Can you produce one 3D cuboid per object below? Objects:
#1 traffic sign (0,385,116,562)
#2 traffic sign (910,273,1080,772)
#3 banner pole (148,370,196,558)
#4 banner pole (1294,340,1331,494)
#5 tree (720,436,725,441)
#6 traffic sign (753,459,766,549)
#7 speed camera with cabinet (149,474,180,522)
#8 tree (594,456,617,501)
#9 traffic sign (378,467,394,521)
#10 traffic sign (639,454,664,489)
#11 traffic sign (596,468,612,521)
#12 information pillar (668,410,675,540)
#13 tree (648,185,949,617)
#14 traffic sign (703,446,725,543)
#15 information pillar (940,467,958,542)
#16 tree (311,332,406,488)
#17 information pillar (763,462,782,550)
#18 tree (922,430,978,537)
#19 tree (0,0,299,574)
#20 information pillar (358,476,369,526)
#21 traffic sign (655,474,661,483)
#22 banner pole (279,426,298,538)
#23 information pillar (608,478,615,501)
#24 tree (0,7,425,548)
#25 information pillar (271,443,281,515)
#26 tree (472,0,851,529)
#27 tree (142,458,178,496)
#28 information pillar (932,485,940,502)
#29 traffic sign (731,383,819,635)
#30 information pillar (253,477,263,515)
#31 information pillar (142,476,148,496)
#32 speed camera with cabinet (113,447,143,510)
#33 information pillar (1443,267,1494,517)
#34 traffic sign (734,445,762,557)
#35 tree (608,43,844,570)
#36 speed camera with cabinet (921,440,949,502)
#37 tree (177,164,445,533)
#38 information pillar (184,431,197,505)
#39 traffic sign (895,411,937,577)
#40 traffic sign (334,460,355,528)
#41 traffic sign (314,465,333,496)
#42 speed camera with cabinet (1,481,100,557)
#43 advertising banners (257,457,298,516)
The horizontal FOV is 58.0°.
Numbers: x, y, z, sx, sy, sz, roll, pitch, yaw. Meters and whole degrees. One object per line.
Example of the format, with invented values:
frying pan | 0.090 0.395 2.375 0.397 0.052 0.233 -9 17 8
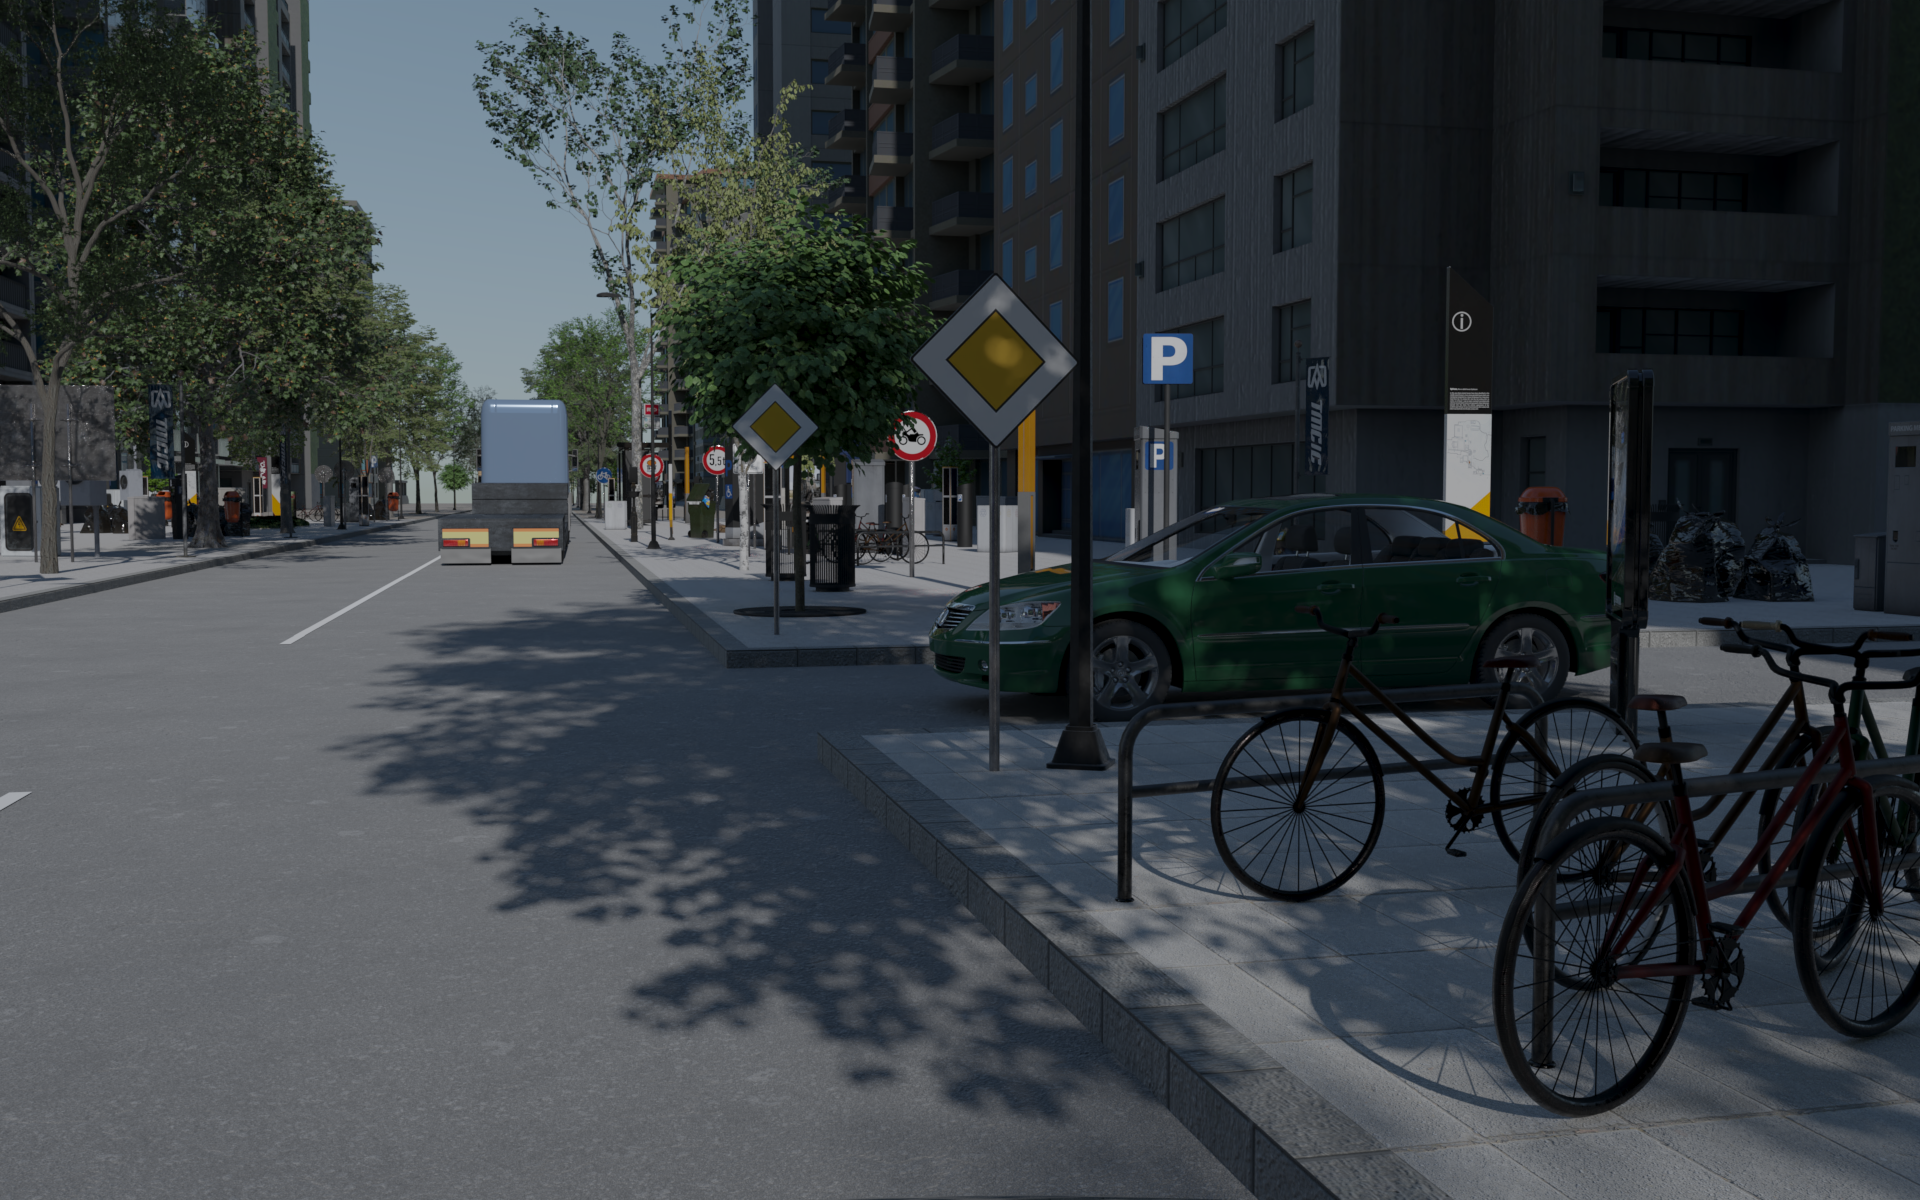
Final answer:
traffic sign | -17.016 -2.359 32.446 2.265 3.308 0.079 0 4 -8
traffic sign | 0.156 -0.264 7.963 0.795 2.450 0.064 -1 4 -13
banner pole | -15.895 -2.745 34.895 0.863 3.779 0.401 -3 5 -40
banner pole | 5.645 -2.327 28.056 0.401 3.779 0.863 -3 5 -40
tree | -8.668 -7.587 74.409 4.360 8.622 3.978 0 3 0
traffic sign | -4.796 -2.470 40.380 0.884 2.594 0.081 -1 4 -10
speed camera with cabinet | -36.290 -5.215 79.604 2.038 3.252 0.660 1 4 18
tree | -17.157 -5.636 86.748 1.663 3.219 1.824 0 3 0
traffic sign | -27.306 -5.035 82.427 0.768 2.556 0.104 -1 4 -12
traffic sign | -9.750 -3.345 54.804 0.768 2.556 0.104 -1 4 -11
traffic sign | -17.173 -5.106 83.588 0.768 2.556 0.104 -1 4 -12
information pillar | -8.039 -3.472 48.128 0.183 3.616 0.504 0 4 -8
tree | -1.663 -2.135 18.623 4.285 4.588 4.351 0 3 0
traffic sign | -6.370 -2.776 45.501 0.768 2.556 0.104 -1 4 -9
information pillar | -0.263 -2.584 46.739 0.304 2.012 0.304 3 5 44
tree | -25.212 -7.496 72.921 4.360 8.622 3.978 0 3 0
information pillar | -4.292 -2.153 39.698 0.304 2.012 0.304 2 4 29
tree | -0.432 -3.539 52.468 1.663 3.219 1.824 0 3 0
tree | -14.640 -5.680 27.276 8.767 10.594 7.601 -1 4 -12
information pillar | -23.802 -3.953 69.122 0.304 2.012 0.304 -3 5 -44
traffic sign | -14.586 -5.023 82.240 0.768 2.556 0.104 0 4 -6
banner pole | -19.717 -3.709 50.666 0.401 3.779 0.863 -3 5 -45
information pillar | -16.117 -4.624 80.088 0.304 2.012 0.304 -1 4 -15
tree | -18.077 -7.607 41.377 9.611 12.733 9.660 0 3 0
information pillar | -28.258 -4.908 71.606 0.504 3.616 0.183 2 4 28
tree | -10.328 -12.594 61.800 12.611 20.169 13.585 0 3 0
tree | -35.480 -4.987 76.134 1.663 3.219 1.824 0 3 0
information pillar | -0.824 -3.466 61.166 0.304 2.012 0.304 -1 4 -12
traffic sign | -1.675 -0.740 15.736 0.795 2.450 0.064 -1 4 -13
information pillar | -30.702 -4.361 75.792 0.304 2.012 0.304 0 4 -1
information pillar | -33.944 -4.127 71.961 0.304 2.012 0.304 2 4 34
speed camera with cabinet | -31.458 -4.321 64.991 2.038 3.252 0.660 3 4 37
information pillar | 5.254 -1.628 17.981 0.504 3.616 0.183 0 4 -4
traffic sign | -4.320 -2.032 35.358 0.606 2.300 0.079 0 4 -7
tree | -3.639 -4.789 28.668 4.737 8.622 4.395 0 3 0
speed camera with cabinet | -0.993 -3.999 59.727 2.038 3.252 0.660 3 5 42
tree | -21.795 -8.443 56.168 7.486 12.596 7.792 0 3 0
information pillar | -27.648 -4.324 62.056 0.504 3.616 0.183 -3 5 -45
traffic sign | -0.739 -1.621 26.604 0.768 2.556 0.104 -1 4 -10
traffic sign | -23.074 -3.966 64.942 0.768 2.556 0.104 0 4 -7
traffic sign | -27.975 -4.653 76.178 0.768 2.556 0.104 -1 4 -13
speed camera with cabinet | -18.432 -2.497 35.157 2.038 3.252 0.660 1 4 9
advertising banners | -32.470 -5.274 82.413 0.090 3.025 2.074 3 4 37
